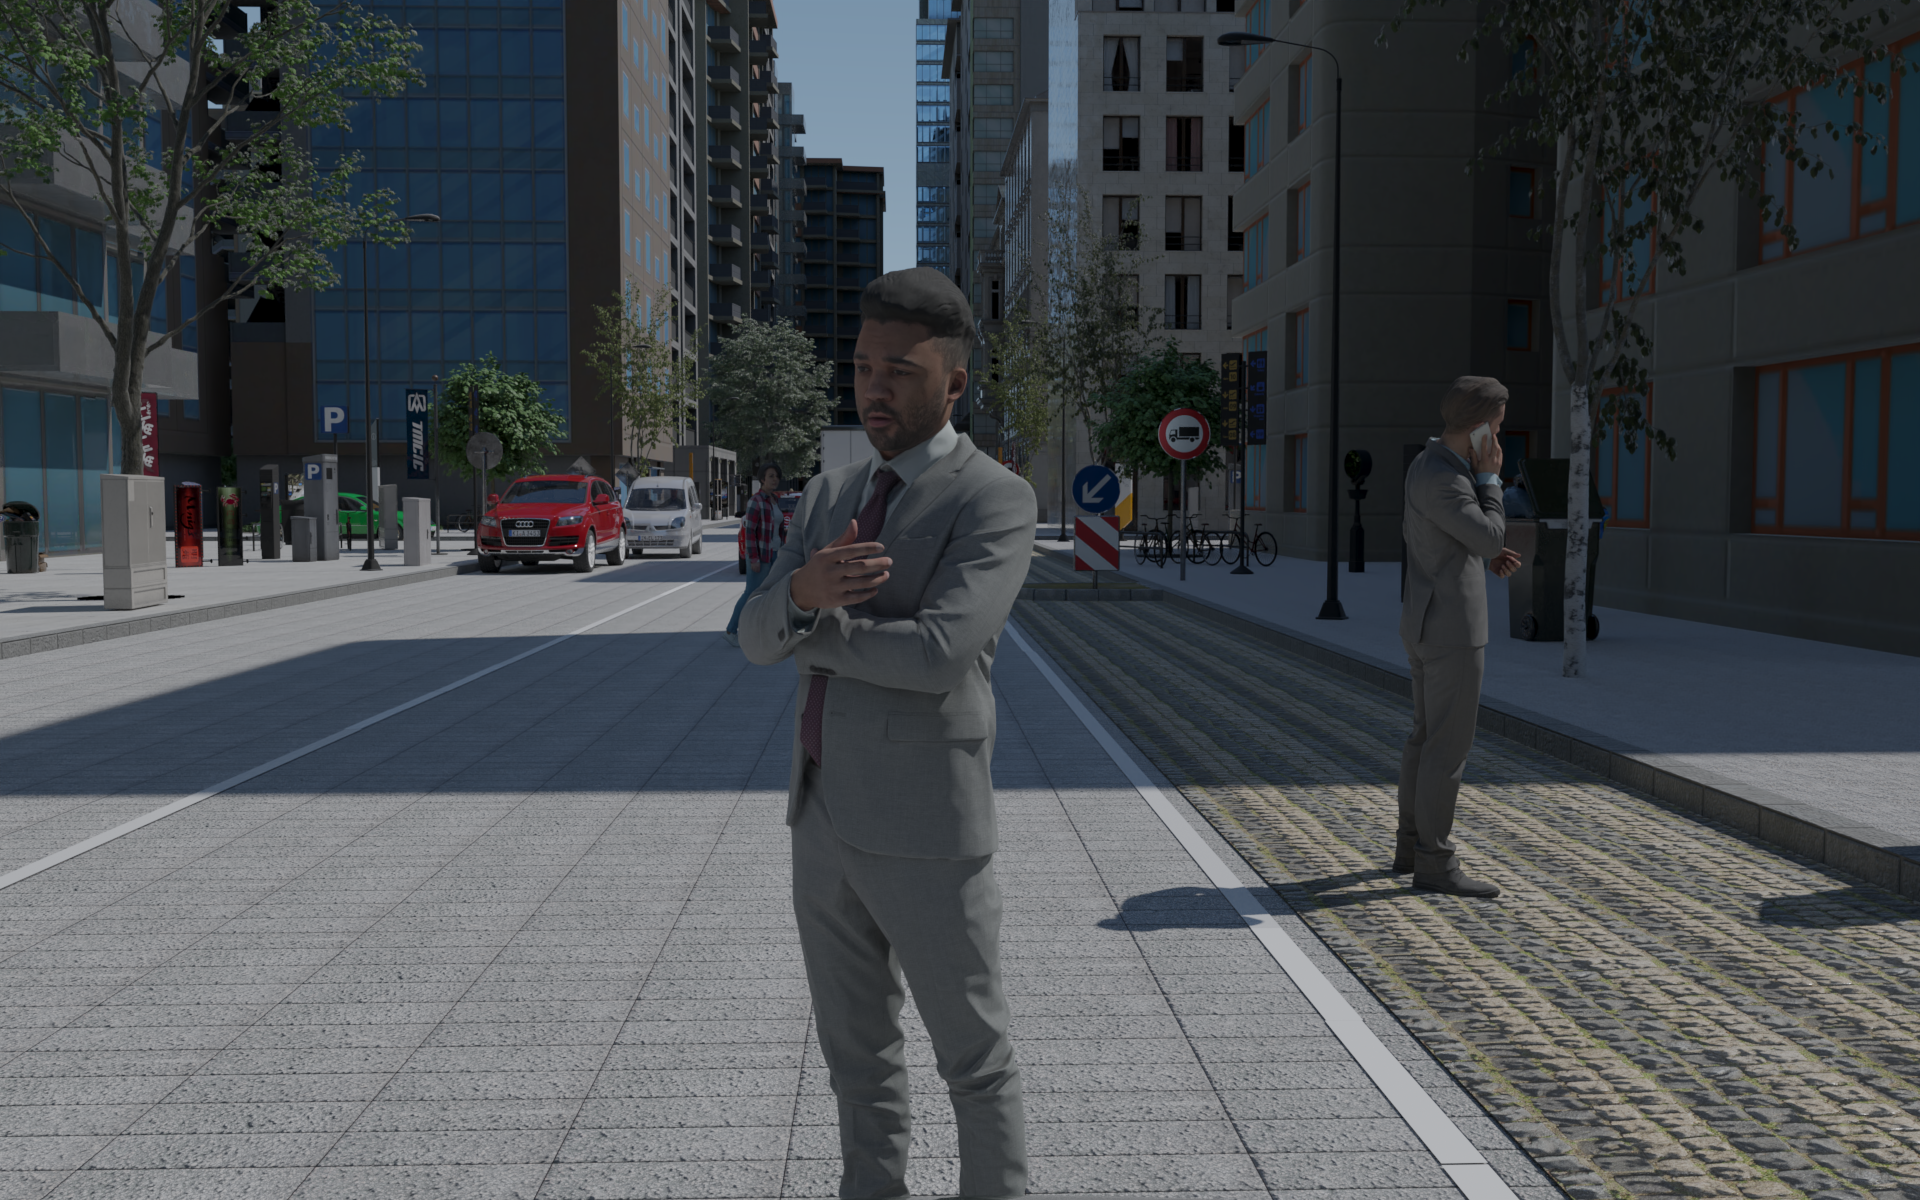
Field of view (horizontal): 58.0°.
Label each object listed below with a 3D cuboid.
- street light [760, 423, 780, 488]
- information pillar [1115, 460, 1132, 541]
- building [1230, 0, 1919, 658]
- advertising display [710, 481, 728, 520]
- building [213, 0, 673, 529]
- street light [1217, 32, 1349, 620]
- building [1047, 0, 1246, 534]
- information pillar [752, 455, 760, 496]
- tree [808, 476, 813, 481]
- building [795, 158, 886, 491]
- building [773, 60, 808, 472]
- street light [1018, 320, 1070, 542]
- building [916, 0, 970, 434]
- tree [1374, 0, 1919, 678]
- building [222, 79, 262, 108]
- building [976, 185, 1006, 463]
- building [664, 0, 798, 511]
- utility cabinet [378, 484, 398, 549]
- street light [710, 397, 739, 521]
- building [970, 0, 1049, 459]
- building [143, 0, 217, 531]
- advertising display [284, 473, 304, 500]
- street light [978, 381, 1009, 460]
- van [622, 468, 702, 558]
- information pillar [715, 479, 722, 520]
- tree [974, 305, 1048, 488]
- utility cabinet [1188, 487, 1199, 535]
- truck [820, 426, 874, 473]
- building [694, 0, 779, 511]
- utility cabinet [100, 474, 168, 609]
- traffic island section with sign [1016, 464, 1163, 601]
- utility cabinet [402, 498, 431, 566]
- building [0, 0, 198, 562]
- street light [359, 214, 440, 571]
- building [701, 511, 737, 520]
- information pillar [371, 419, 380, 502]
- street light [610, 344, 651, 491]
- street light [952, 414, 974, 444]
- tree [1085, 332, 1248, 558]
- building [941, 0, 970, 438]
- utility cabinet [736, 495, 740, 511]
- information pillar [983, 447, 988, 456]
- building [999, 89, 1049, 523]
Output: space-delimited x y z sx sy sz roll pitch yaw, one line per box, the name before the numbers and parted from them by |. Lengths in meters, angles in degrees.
street light | -12.404 -8.570 112.666 1.470 5.913 1.316 0 4 -2
information pillar | 4.438 -3.408 47.079 0.504 3.616 0.183 2 4 31
building | 20.834 -11.132 27.045 27.650 21.520 28.899 0 4 -2
advertising display | -12.071 -4.988 86.760 0.974 1.923 0.123 1 4 16
building | -19.433 -25.598 68.640 14.600 45.320 14.200 0 4 -2
street light | 3.282 -2.756 17.603 1.470 5.913 1.316 0 4 -2
building | 11.921 -12.573 60.314 16.860 20.320 10.420 0 4 -2
information pillar | -12.356 -6.958 105.118 0.504 3.616 0.183 1 4 11
tree | -15.879 -11.707 186.015 1.663 3.219 1.824 0 3 0
building | -23.964 -34.793 223.487 28.867 44.769 22.147 0 4 -2
building | -32.407 -34.958 191.176 30.456 49.044 23.786 0 4 -2
street light | 2.243 -4.520 46.440 1.470 5.913 1.316 0 4 -2
building | 5.928 -55.731 223.871 31.000 86.520 22.319 0 4 -2
tree | 4.546 -3.760 11.845 4.360 8.622 3.978 0 3 0
building | -76.848 -38.869 224.744 27.495 52.752 28.713 0 4 -2
building | 8.347 -17.942 112.438 14.460 24.649 34.723 0 4 -2
building | -26.263 -44.556 166.745 20.563 71.187 20.611 0 4 -2
utility cabinet | -13.300 -1.930 40.228 0.318 1.500 1.173 -2 4 -24
street light | -11.290 -6.767 83.183 1.470 5.913 1.316 0 4 -2
building | 7.764 -27.971 140.914 14.154 41.232 14.086 0 4 -2
building | -34.487 -25.065 59.929 14.200 45.320 14.600 0 4 -2
advertising display | -20.266 -2.922 52.985 0.123 1.923 0.974 1 4 19
street light | 1.449 -6.024 71.038 1.470 5.913 1.316 0 4 -2
van | -6.904 -2.011 39.894 2.013 2.044 4.112 0 4 -4
information pillar | -11.957 -4.945 85.342 0.304 2.012 0.304 2 4 32
tree | 2.685 -7.205 68.162 4.737 8.622 4.395 0 3 0
utility cabinet | 7.326 -2.805 54.545 0.318 1.500 1.173 0 4 6
truck | -4.499 -5.351 76.395 2.839 4.237 11.283 0 4 0
building | -26.392 -29.836 142.448 22.147 44.769 28.867 0 4 -2
utility cabinet | -9.293 -0.664 19.534 0.318 1.500 1.173 0 4 -7
traffic island section with sign | 1.691 -0.940 23.998 1.989 1.847 2.006 0 4 -2
utility cabinet | -9.779 -1.227 31.228 0.306 1.237 1.020 0 4 -6
building | -32.135 -25.162 31.012 30.456 49.044 23.786 0 4 -2
street light | -9.328 -3.445 28.865 1.470 5.913 1.316 0 4 -2
building | -23.184 -40.164 94.936 20.563 71.187 20.611 0 4 -2
information pillar | -18.252 -3.828 53.943 0.504 3.616 0.183 2 4 32
street light | -10.279 -4.973 53.851 1.470 5.913 1.316 0 4 -2
street light | 0.258 -7.838 100.693 1.470 5.913 1.316 0 4 -2
tree | 4.356 -3.154 35.288 4.285 4.588 4.351 0 3 0
building | 12.642 -36.774 190.491 28.713 52.752 27.495 0 4 -2
utility cabinet | -16.514 -7.151 128.079 0.306 1.237 1.020 -1 4 -20
information pillar | 1.206 -5.810 86.350 0.504 3.616 0.183 3 5 42
building | 7.358 -14.436 85.175 9.793 20.994 18.267 0 4 -2
